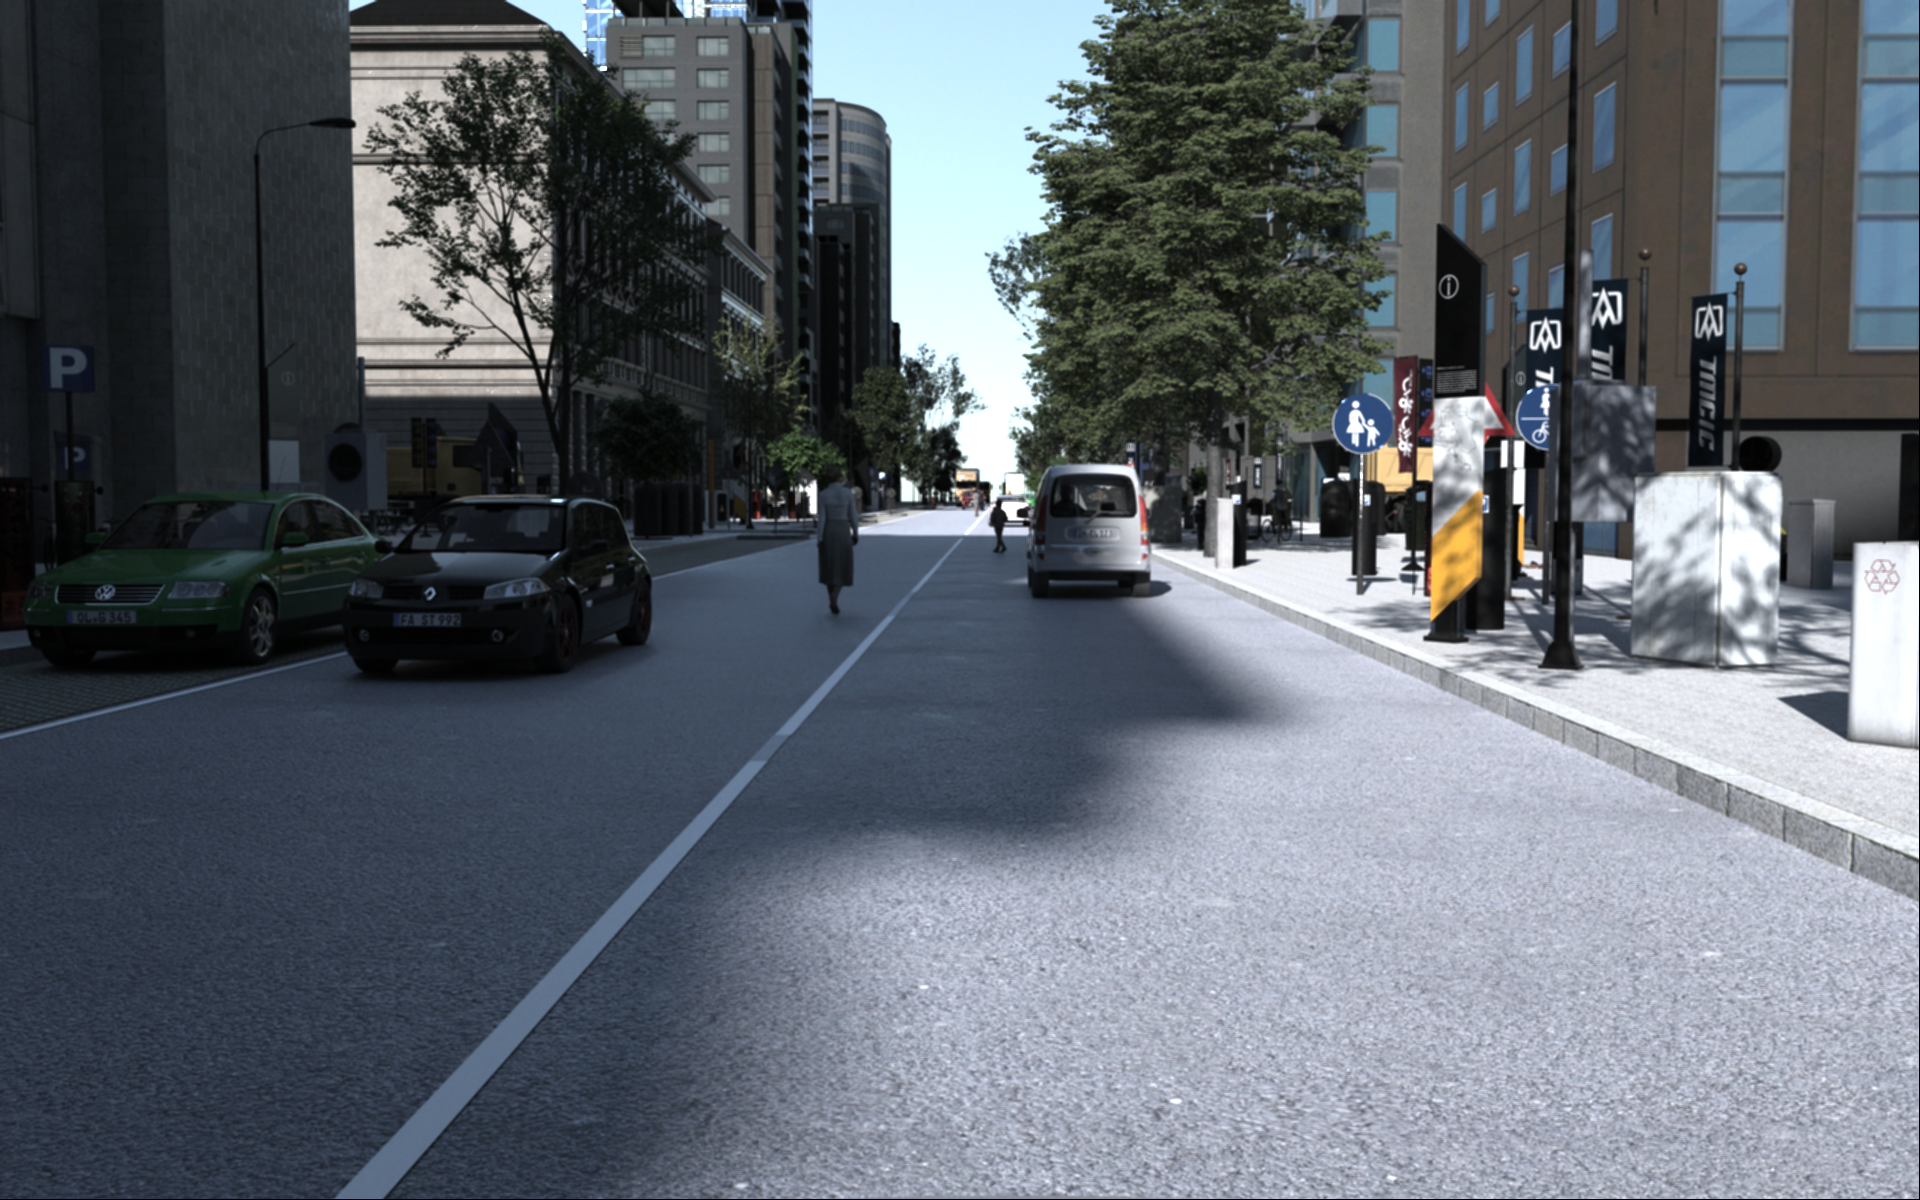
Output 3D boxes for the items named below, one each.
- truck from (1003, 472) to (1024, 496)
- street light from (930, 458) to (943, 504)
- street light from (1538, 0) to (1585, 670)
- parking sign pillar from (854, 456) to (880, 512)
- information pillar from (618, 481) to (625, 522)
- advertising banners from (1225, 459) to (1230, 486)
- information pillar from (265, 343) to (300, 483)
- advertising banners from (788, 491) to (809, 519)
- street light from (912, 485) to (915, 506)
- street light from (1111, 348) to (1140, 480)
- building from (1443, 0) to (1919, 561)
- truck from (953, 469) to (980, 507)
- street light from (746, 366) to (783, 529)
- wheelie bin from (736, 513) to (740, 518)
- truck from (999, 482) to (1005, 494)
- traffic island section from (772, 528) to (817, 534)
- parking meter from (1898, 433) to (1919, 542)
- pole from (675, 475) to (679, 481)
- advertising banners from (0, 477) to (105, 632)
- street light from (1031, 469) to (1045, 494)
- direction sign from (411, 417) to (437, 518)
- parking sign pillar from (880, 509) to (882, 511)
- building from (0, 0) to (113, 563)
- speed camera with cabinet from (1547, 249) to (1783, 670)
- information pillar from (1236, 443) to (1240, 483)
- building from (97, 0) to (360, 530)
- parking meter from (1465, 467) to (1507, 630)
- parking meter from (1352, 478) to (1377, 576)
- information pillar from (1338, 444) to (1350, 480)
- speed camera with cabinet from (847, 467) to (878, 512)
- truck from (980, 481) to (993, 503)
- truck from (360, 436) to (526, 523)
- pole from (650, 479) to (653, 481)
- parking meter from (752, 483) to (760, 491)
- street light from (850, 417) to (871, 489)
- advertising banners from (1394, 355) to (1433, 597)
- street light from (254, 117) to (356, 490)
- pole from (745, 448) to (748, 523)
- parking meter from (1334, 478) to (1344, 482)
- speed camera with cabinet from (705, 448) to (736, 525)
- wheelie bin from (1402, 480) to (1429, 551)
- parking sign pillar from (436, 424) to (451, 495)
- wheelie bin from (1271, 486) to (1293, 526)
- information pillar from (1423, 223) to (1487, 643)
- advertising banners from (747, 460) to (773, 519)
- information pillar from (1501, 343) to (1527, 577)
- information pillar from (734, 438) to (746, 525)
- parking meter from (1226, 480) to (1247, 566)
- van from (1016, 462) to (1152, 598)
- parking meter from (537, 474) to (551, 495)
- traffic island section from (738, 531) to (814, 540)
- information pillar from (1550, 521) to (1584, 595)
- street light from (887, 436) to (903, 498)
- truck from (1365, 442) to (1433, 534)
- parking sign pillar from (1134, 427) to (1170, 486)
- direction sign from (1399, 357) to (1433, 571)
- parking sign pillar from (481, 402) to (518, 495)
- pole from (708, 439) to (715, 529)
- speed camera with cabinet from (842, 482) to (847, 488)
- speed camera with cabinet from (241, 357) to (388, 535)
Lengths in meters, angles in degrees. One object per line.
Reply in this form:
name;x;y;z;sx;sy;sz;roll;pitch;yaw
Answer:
truck;7.132;-14.637;228.226;2.839;4.237;11.283;0;4;1
street light;-3.174;-15.316;222.949;1.470;5.913;1.316;0;4;1
street light;3.903;-2.453;12.640;1.470;5.913;1.316;0;4;1
parking sign pillar;-6.874;-8.193;122.431;1.447;3.967;1.447;3;5;42
information pillar;-15.512;-4.582;79.409;0.304;2.012;0.304;0;4;-6
advertising banners;13.669;-5.505;86.201;0.090;3.025;2.074;3;4;36
information pillar;-10.467;-2.169;26.822;0.183;3.616;0.504;3;5;44
advertising banners;-8.532;-5.634;88.310;0.090;3.025;2.074;3;5;44
street light;-4.298;-12.744;180.901;1.470;5.913;1.316;0;4;1
street light;5.033;-4.993;54.177;1.470;5.913;1.316;0;4;1
building;19.685;-23.746;38.365;14.600;45.320;14.200;0;4;1
truck;0.836;-12.467;192.753;2.839;4.237;11.283;0;4;2
street light;-7.110;-5.529;62.934;1.470;5.913;1.316;0;4;1
wheelie bin;-11.659;-5.145;92.029;0.980;1.594;0.693;0;4;-2
truck;8.227;-17.498;282.014;3.469;3.379;9.791;0;3;0
traffic island section;-5.696;-2.499;63.143;2.009;0.180;2.903;0;4;1
parking meter;9.342;-0.677;16.785;0.399;1.863;0.255;0;4;-2
pole;-14.645;-5.862;89.692;0.158;3.312;0.155;0;3;0
advertising banners;-8.872;-1.225;16.212;0.090;3.025;2.074;1;4;19
street light;7.885;-12.254;172.891;1.470;5.913;1.316;0;4;1
direction sign;-15.923;-3.640;51.515;0.379;3.537;0.876;2;4;34
parking sign pillar;-6.497;-8.547;128.210;1.447;3.967;1.447;0;4;-7
building;-22.959;-12.579;23.694;12.078;24.808;19.932;0;4;1
speed camera with cabinet;5.464;-1.174;13.529;0.660;3.252;2.038;-1;4;-18
information pillar;12.689;-5.370;79.150;0.183;3.616;0.504;0;4;-5
building;-24.830;-11.421;41.487;16.860;20.320;10.420;0;4;1
parking meter;4.986;-0.491;16.442;0.372;1.533;0.369;0;3;0
parking meter;6.381;-1.156;27.316;0.372;1.533;0.369;0;3;0
information pillar;15.131;-4.702;68.224;0.504;3.616;0.183;-1;4;-19
speed camera with cabinet;-6.978;-8.031;125.643;2.038;3.252;0.660;-1;4;-14
truck;3.353;-16.607;267.449;3.469;3.379;9.791;0;4;2
truck;-19.003;-3.857;58.979;9.791;3.379;3.469;0;4;2
pole;-11.700;-4.400;65.784;0.158;3.312;0.155;0;3;0
parking meter;-10.472;-5.081;88.787;0.399;1.863;0.255;3;5;44
street light;-6.022;-8.045;104.081;1.470;5.913;1.316;0;4;1
advertising banners;5.928;-1.542;21.407;0.090;3.025;2.074;-1;4;-19
street light;-8.142;-2.995;21.515;1.470;5.913;1.316;0;4;1
pole;-9.591;-5.109;77.379;0.158;3.312;0.155;0;3;0
parking meter;14.050;-3.571;64.093;0.399;1.863;0.255;-2;4;-25
speed camera with cabinet;-9.983;-4.849;73.614;0.660;3.252;2.038;2;4;31
wheelie bin;10.450;-1.914;39.207;0.693;1.594;0.980;-1;4;-18
parking sign pillar;-19.648;-4.725;65.718;1.447;3.967;1.447;-3;5;-42
wheelie bin;12.941;-3.787;69.830;0.980;1.594;0.693;-3;5;-41
information pillar;4.273;-1.439;14.883;0.183;3.616;0.504;-3;4;-36
advertising banners;-10.308;-5.613;87.955;2.074;3.025;0.090;1;4;22
information pillar;8.579;-2.170;26.827;0.504;3.616;0.183;-2;4;-32
information pillar;-9.194;-4.955;72.374;0.504;3.616;0.183;0;4;-6
parking meter;4.940;-1.382;31.001;0.372;1.533;0.369;0;3;0
van;1.837;-1.123;25.366;2.013;2.044;4.112;0;4;1
parking meter;-12.104;-2.733;50.400;0.255;1.863;0.399;1;4;21
traffic island section;-5.893;-2.011;55.161;2.009;0.180;2.903;0;4;1
information pillar;7.722;-1.071;21.998;0.304;2.012;0.304;3;5;45
street light;-5.262;-10.210;139.469;1.470;5.913;1.316;0;4;1
truck;18.758;-3.831;58.566;9.791;3.379;3.469;0;4;1
parking sign pillar;7.338;-4.763;66.340;1.447;3.967;1.447;2;4;26
direction sign;7.597;-2.259;28.938;0.876;3.537;0.379;-3;4;-38
parking sign pillar;-13.436;-3.795;50.526;1.447;3.967;1.447;3;5;43
pole;-9.219;-4.303;64.194;0.158;3.312;0.155;0;3;0
speed camera with cabinet;-8.208;-8.211;128.579;0.660;3.252;2.038;2;4;24
speed camera with cabinet;-9.355;-1.879;25.055;2.038;3.252;0.660;1;4;13
